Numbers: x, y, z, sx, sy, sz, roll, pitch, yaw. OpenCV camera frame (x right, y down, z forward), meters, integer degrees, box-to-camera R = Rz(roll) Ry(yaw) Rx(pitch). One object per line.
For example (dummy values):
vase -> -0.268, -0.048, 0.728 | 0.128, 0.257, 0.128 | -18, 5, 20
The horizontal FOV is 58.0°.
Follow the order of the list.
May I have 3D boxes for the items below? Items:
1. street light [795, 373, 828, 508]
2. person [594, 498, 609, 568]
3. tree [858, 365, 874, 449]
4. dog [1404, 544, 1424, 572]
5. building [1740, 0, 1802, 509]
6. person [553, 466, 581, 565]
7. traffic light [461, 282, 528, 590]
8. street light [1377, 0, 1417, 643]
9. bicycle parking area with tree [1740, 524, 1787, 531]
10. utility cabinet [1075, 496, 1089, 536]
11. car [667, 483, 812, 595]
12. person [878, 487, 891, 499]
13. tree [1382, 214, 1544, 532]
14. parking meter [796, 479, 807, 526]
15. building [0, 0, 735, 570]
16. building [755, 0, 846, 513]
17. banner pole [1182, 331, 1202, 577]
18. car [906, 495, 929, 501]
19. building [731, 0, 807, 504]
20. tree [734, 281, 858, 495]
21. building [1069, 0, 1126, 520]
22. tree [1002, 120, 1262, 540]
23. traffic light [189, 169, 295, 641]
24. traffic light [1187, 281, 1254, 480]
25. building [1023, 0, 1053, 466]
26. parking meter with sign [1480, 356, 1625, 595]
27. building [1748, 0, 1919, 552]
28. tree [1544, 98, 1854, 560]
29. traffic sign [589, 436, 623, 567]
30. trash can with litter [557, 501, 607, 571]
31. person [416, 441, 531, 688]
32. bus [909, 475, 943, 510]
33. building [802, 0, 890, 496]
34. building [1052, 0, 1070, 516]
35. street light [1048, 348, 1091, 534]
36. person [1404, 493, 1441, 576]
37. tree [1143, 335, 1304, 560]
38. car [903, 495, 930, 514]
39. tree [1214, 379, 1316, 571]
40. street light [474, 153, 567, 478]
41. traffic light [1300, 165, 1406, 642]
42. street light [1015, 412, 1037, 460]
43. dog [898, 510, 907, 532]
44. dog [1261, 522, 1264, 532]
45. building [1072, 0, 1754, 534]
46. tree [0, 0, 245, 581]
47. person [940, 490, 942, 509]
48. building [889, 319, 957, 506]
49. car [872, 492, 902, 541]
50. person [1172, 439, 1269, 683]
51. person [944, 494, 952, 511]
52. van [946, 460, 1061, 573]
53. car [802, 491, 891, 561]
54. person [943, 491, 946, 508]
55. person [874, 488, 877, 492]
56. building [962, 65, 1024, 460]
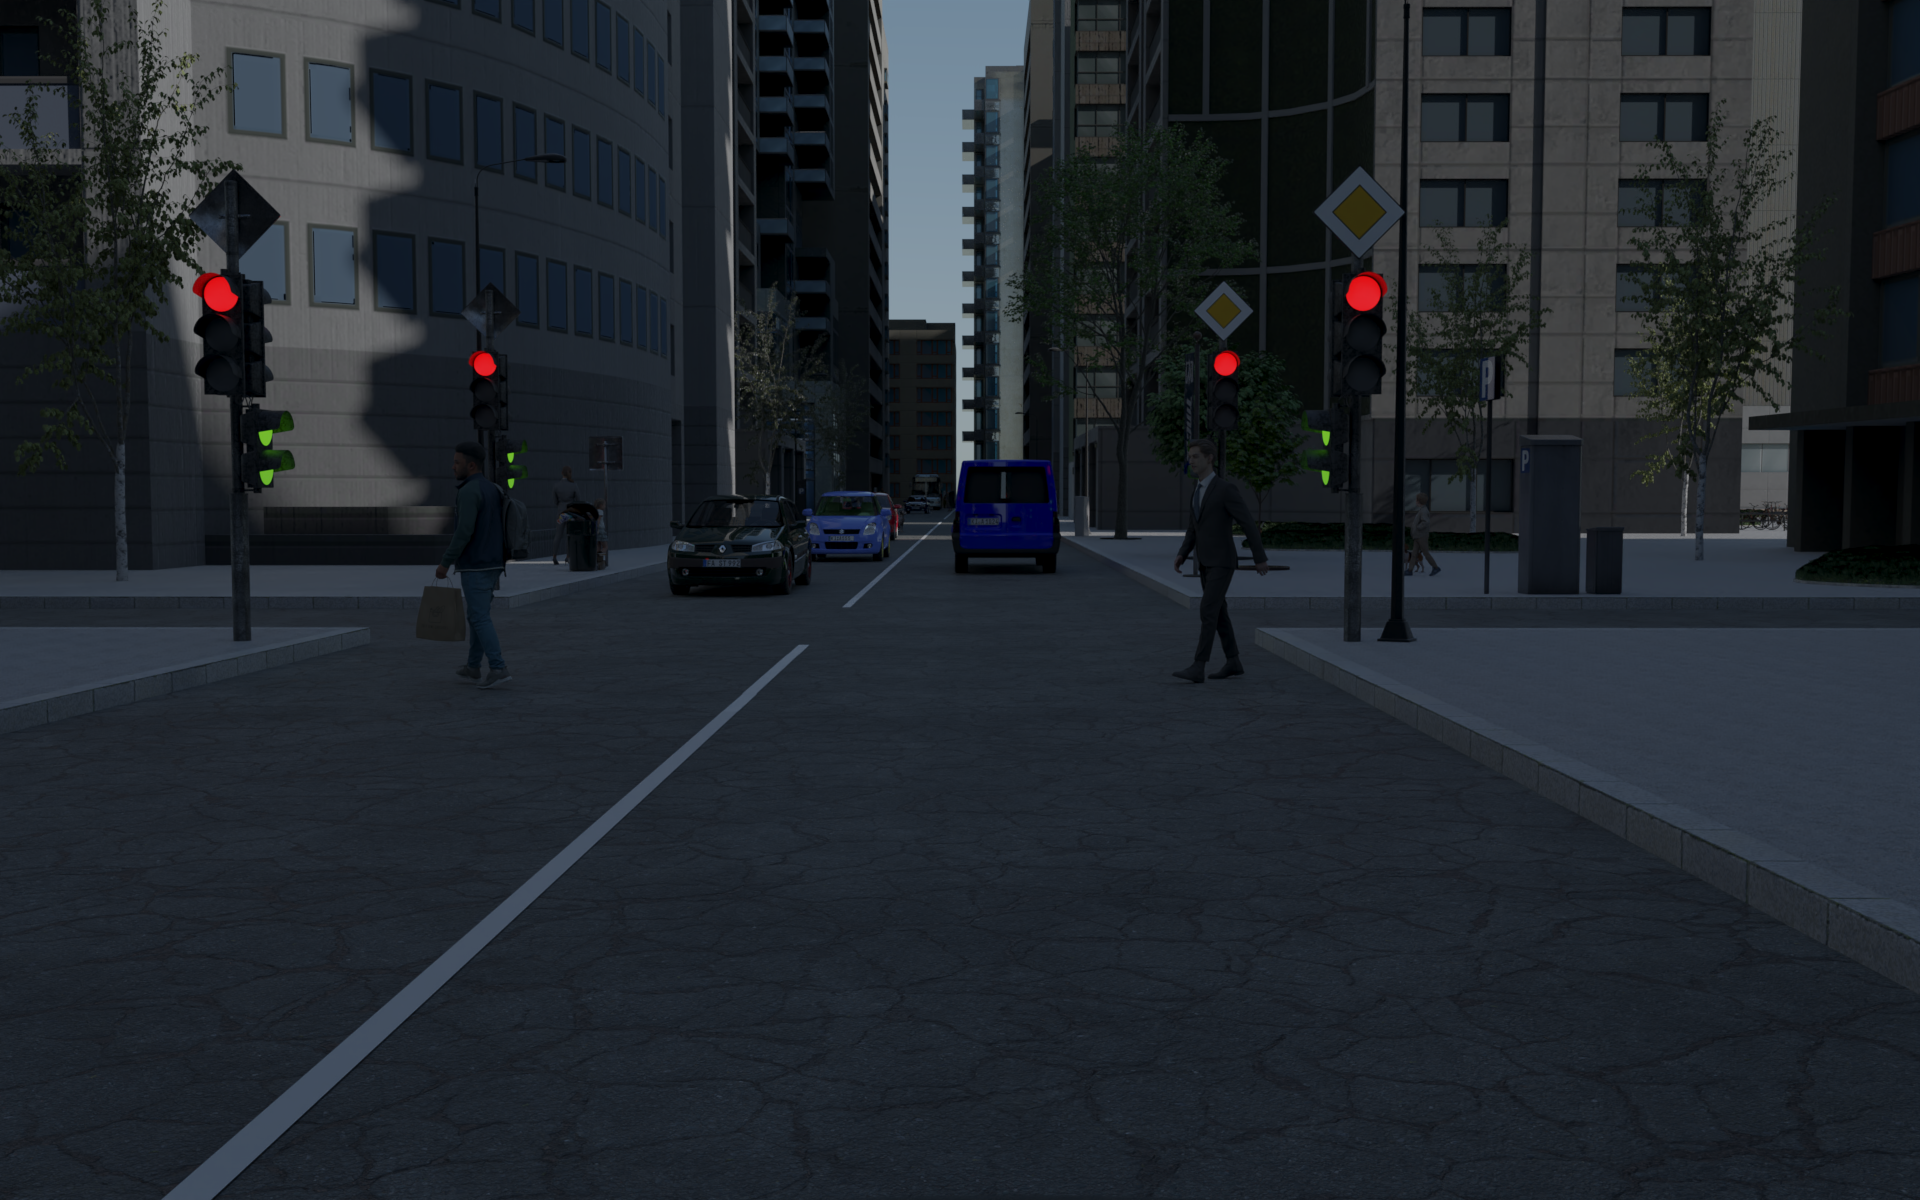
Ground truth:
street light -> -5.788, -5.762, 66.756 | 1.470, 5.913, 1.316 | 0, 4, 0
person -> -6.305, -1.154, 29.927 | 0.382, 1.210, 0.505 | -3, 5, -44
tree -> -6.596, -8.737, 93.216 | 4.360, 8.622, 3.978 | 0, 3, 0
dog -> 7.388, -0.703, 28.318 | 0.406, 0.507, 0.540 | 1, 4, 21
building -> 65.759, -34.768, 157.691 | 27.495, 52.752, 28.713 | 0, 4, 0
person -> -7.093, -1.524, 31.228 | 0.520, 1.790, 0.573 | -1, 4, -12
traffic light -> -6.206, -2.085, 23.017 | 0.839, 4.253, 0.868 | 0, 4, 0
street light -> 3.278, -2.595, 14.968 | 1.470, 5.913, 1.316 | 0, 4, 0
bicycle parking area with tree -> 31.703, -4.567, 61.678 | 8.231, 4.147, 9.016 | -3, 5, -40
utility cabinet -> 3.730, -2.549, 52.842 | 0.306, 1.237, 1.020 | 1, 4, 13
car -> -3.238, -0.986, 25.911 | 2.009, 1.686, 4.222 | 0, 4, 1
person -> -6.034, -7.845, 134.407 | 1.348, 1.812, 0.705 | 0, 4, -5
tree -> 13.136, -5.787, 44.974 | 4.737, 8.622, 4.395 | 0, 3, 0
parking meter -> -6.009, -3.660, 65.550 | 0.399, 1.863, 0.255 | 0, 4, -3
building -> -17.990, -30.544, 41.401 | 21.231, 58.520, 28.212 | 0, 4, 0
building -> -18.334, -48.884, 111.921 | 22.319, 86.520, 31.000 | 0, 4, 0
banner pole -> 3.614, -2.261, 26.988 | 0.401, 3.779, 0.863 | -1, 4, -10
car -> -3.614, -8.278, 147.920 | 1.945, 1.354, 3.894 | 0, 4, -1
building -> -17.342, -38.845, 73.362 | 20.563, 71.187, 20.611 | 0, 4, 0
tree -> -6.656, -6.772, 61.089 | 4.360, 8.622, 3.978 | 0, 3, 0
building -> 12.660, -19.523, 90.903 | 14.160, 30.474, 14.107 | 0, 4, 0
tree -> 4.637, -7.504, 48.440 | 9.928, 11.665, 9.643 | 0, 3, 0
traffic light -> -6.262, -1.597, 15.032 | 0.839, 4.253, 0.868 | 0, 4, 0
traffic light -> 3.455, -2.082, 22.965 | 0.839, 4.253, 0.868 | 0, 4, 0
building -> 16.848, -32.878, 161.250 | 21.300, 48.544, 21.600 | 0, 4, 0
parking meter with sign -> 7.584, -1.585, 22.177 | 1.738, 3.016, 0.543 | 0, 4, -2
building -> 31.989, -23.186, 33.714 | 28.867, 44.769, 22.147 | 0, 4, 0
tree -> 14.552, -5.077, 33.367 | 4.737, 8.622, 4.395 | 0, 3, 0
traffic sign -> -6.244, -1.739, 30.560 | 0.606, 2.300, 0.079 | 0, 4, 4
trash can with litter -> -6.306, -1.079, 29.027 | 0.624, 1.170, 1.055 | 0, 4, 4
person -> -3.607, -0.264, 12.801 | 0.713, 1.824, 0.794 | 2, 4, 28
bus -> -3.040, -9.954, 157.611 | 2.948, 3.499, 13.247 | 0, 4, -1
building -> -17.644, -32.908, 161.743 | 21.600, 48.544, 21.300 | 0, 4, 0
building -> 16.485, -34.823, 111.361 | 21.231, 58.520, 28.212 | 0, 4, 0
street light -> 3.488, -5.052, 55.135 | 1.470, 5.913, 1.316 | 0, 4, 0
person -> 7.217, -1.024, 27.061 | 0.640, 1.303, 0.475 | 0, 4, -6
tree -> 5.101, -3.077, 34.021 | 4.285, 4.588, 4.351 | 0, 3, 0
car -> -3.135, -6.981, 126.719 | 1.945, 1.354, 3.894 | 0, 4, 2
tree -> 5.222, -2.125, 29.341 | 1.663, 3.219, 1.824 | 0, 3, 0
street light -> -6.060, -3.134, 23.779 | 1.470, 5.913, 1.316 | 0, 4, 0
traffic light -> 3.399, -1.594, 14.981 | 0.839, 4.253, 0.868 | 0, 4, 0
street light -> 3.811, -7.680, 98.111 | 1.470, 5.913, 1.316 | 0, 4, 0
dog -> -2.326, -2.968, 65.363 | 0.513, 0.831, 0.800 | -1, 4, -17
dog -> 8.155, -1.900, 47.892 | 0.406, 0.507, 0.540 | 1, 4, 21
building -> 15.162, -38.292, 64.330 | 20.563, 71.187, 20.611 | 0, 4, 0
tree -> -12.598, -4.585, 25.333 | 4.737, 8.622, 4.395 | 0, 3, 0
person -> -1.904, -9.695, 166.945 | 0.705, 1.831, 1.348 | 0, 4, -1
building -> -14.961, -21.498, 196.526 | 28.899, 21.520, 27.650 | 0, 4, 0
car -> -2.895, -2.795, 54.732 | 2.155, 1.783, 4.494 | 0, 4, 0
person -> 1.892, -0.304, 13.256 | 0.755, 1.850, 0.659 | -2, 4, -26
person -> -0.973, -8.091, 143.982 | 0.628, 1.438, 0.799 | 2, 4, 29
van -> 0.836, -1.756, 33.088 | 2.240, 2.365, 5.245 | 0, 4, 0
car -> -2.450, -1.739, 38.025 | 1.945, 1.707, 3.694 | 0, 4, 1
person -> -1.445, -10.012, 172.932 | 0.721, 1.736, 1.217 | -1, 4, -16
person -> -5.889, -7.095, 122.780 | 0.721, 1.736, 1.217 | 0, 4, -6
building -> 15.481, -35.108, 193.631 | 30.456, 49.044, 23.786 | 0, 4, 0
